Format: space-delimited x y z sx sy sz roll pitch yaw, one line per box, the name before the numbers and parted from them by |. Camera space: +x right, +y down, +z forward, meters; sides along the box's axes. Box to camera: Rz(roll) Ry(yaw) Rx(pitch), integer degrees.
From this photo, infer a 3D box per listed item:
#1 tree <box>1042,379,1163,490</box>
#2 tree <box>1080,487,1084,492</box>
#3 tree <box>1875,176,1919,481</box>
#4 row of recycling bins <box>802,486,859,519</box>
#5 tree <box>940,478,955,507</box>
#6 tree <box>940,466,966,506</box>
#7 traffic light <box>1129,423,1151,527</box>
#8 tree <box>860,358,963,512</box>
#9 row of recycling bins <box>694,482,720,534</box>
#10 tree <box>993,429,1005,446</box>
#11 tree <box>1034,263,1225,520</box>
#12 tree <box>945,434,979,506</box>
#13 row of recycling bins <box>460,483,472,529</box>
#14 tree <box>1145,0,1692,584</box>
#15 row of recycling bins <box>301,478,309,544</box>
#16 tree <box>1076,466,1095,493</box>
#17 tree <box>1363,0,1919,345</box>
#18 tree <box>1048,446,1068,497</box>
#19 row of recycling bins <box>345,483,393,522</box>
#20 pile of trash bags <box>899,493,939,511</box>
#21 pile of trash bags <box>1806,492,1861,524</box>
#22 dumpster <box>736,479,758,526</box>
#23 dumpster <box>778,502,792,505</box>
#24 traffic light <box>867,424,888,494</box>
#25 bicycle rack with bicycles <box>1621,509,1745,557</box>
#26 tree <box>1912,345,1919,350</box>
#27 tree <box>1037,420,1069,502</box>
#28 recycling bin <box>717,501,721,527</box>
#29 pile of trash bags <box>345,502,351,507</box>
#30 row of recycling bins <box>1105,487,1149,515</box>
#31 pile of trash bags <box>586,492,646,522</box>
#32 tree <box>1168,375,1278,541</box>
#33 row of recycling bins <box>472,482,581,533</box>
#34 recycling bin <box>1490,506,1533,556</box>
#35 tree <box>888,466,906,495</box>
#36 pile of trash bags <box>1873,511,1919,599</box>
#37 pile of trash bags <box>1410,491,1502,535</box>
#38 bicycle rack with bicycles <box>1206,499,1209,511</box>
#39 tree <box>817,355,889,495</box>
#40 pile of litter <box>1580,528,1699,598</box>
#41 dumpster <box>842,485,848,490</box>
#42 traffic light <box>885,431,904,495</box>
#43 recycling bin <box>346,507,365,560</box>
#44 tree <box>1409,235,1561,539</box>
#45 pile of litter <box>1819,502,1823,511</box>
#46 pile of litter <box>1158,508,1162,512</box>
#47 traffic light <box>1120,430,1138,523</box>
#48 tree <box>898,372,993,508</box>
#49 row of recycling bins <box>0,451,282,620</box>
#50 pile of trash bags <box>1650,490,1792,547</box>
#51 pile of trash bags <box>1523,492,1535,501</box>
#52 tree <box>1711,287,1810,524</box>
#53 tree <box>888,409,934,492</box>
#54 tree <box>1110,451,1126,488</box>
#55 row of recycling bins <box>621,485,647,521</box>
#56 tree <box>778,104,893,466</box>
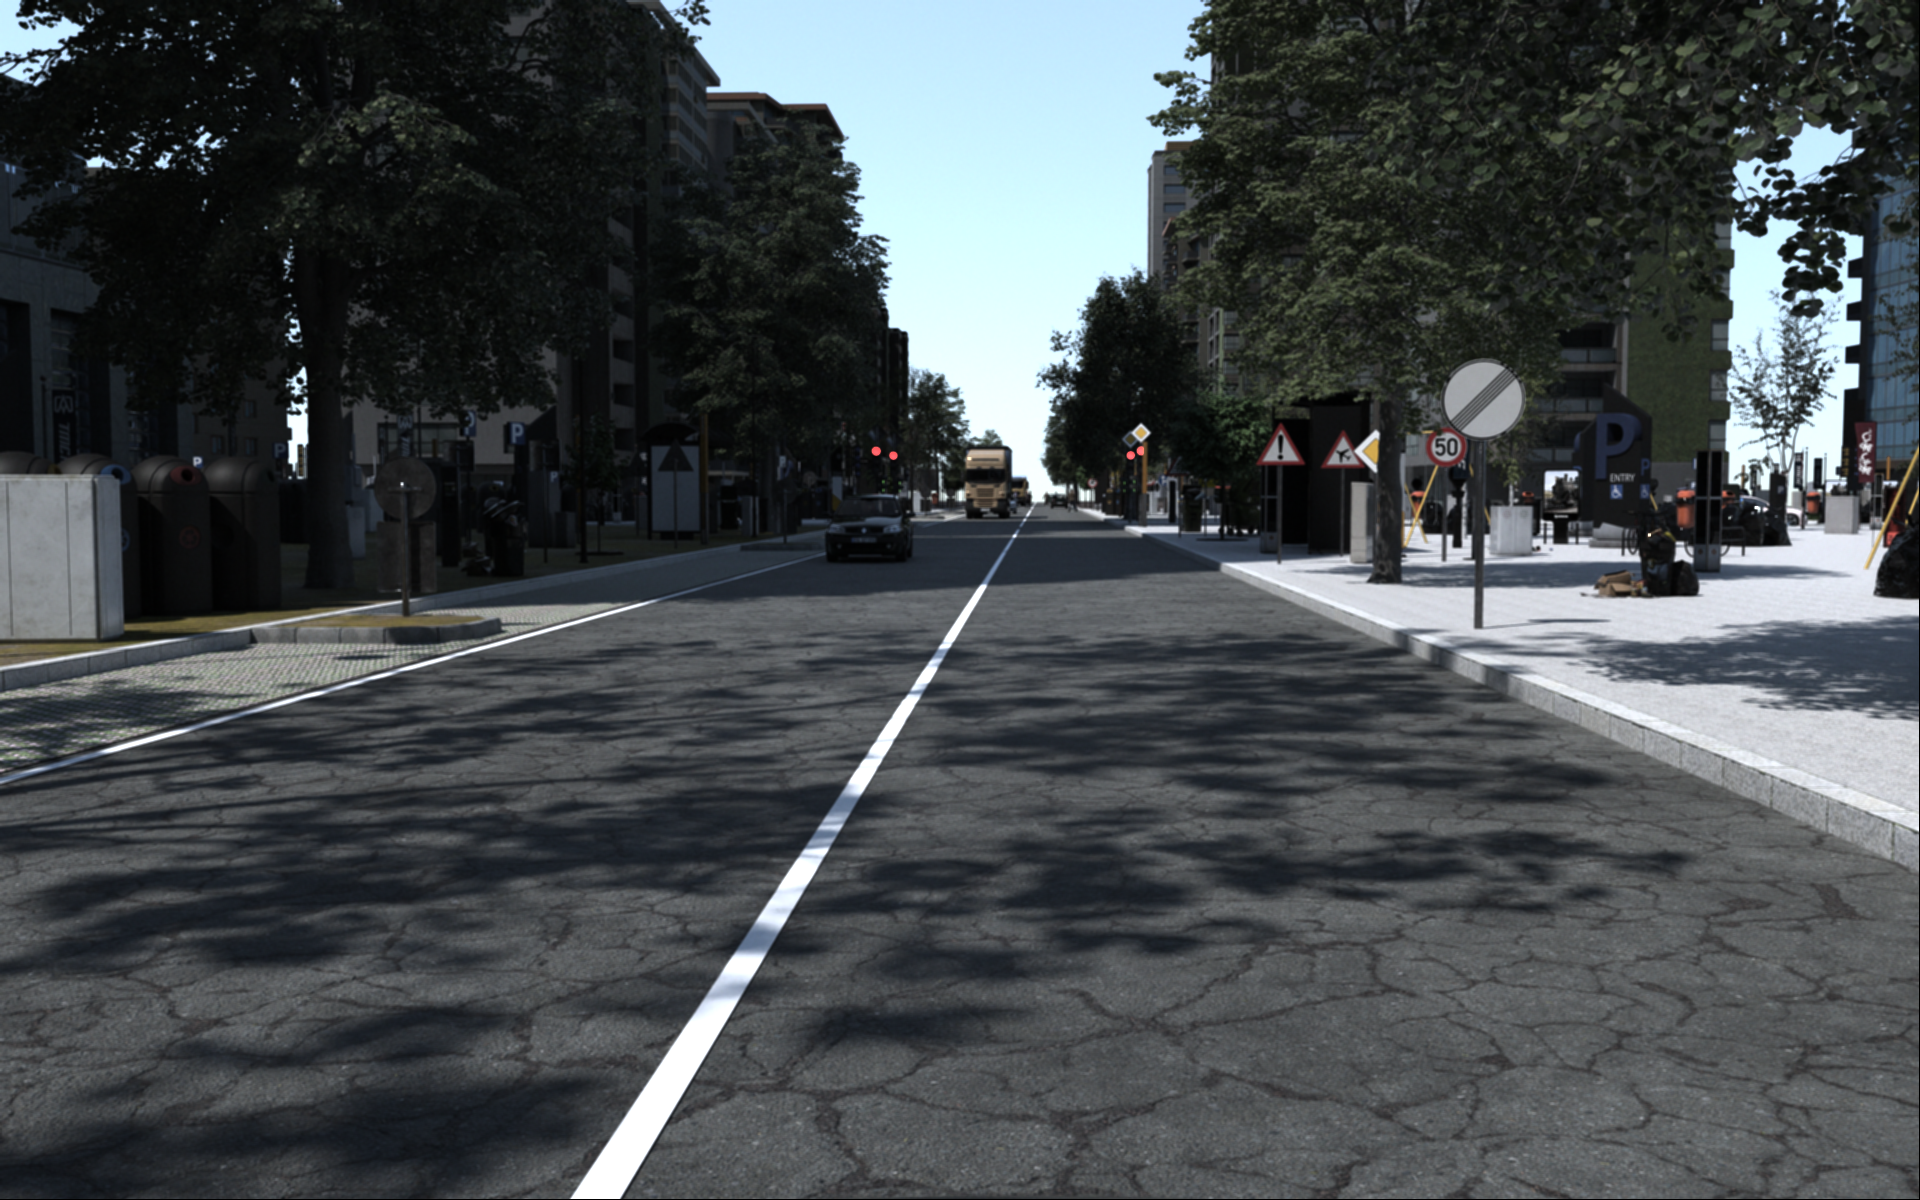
tree | 10.710 -11.399 120.793 7.601 10.594 8.767 2 4 24
tree | 13.875 -13.892 177.499 4.360 8.622 3.978 0 3 0
tree | 21.606 -5.319 37.332 4.360 8.622 3.978 0 3 0
row of recycling bins | -6.726 -4.986 88.641 3.534 1.692 1.069 2 4 25
tree | -1.121 -11.161 177.081 1.663 3.219 1.824 0 3 0
tree | -0.567 -12.106 181.639 4.285 4.588 4.351 0 3 0
traffic light | 7.118 -4.860 68.390 0.839 4.253 0.868 0 4 3
tree | -3.575 -11.341 119.830 8.767 10.594 7.601 2 4 34
row of recycling bins | -8.635 -3.086 57.570 1.069 1.692 3.534 -1 4 -15
tree | 5.221 -23.411 300.890 7.486 12.596 7.792 0 3 0
tree | 8.534 -10.363 86.444 9.611 12.733 9.660 0 3 0
tree | -0.032 -14.455 186.698 4.737 8.622 4.395 0 3 0
row of recycling bins | -16.929 -3.509 64.478 3.534 1.692 1.069 0 4 2
tree | 6.362 -6.537 25.008 7.486 12.596 7.792 0 3 0
row of recycling bins | -17.762 -2.387 46.148 1.069 1.692 3.534 -3 4 -37
tree | 11.996 -10.634 157.585 4.285 4.588 4.351 0 3 0
tree | 6.125 -6.279 9.319 9.857 13.997 8.962 0 3 0
tree | 18.621 -22.779 298.190 9.928 11.665 9.643 0 3 0
row of recycling bins | -22.919 -3.634 66.533 1.069 1.692 3.534 3 5 41
pile of trash bags | -3.416 -7.884 138.649 3.447 1.369 1.912 0 4 3
pile of trash bags | 38.130 -4.002 75.181 3.447 1.369 1.912 -1 4 -21
dumpster | -8.294 -3.870 69.034 1.264 1.857 1.865 0 4 3
dumpster | -8.486 -4.750 83.428 1.264 1.857 1.865 0 4 3
traffic light | -3.283 -4.889 68.858 0.839 4.253 0.868 0 4 3
bicycle rack with bicycles | 14.810 -1.379 35.922 2.925 0.926 2.852 -3 5 -43
tree | 31.879 -8.077 50.194 7.486 12.596 7.792 0 3 0
tree | 17.705 -22.843 283.852 12.009 13.543 11.850 0 3 0
recycling bin | -9.132 -3.377 67.774 0.722 1.027 0.722 0 3 0
pile of trash bags | -23.198 -3.177 61.696 3.447 1.369 1.912 -2 4 -33
row of recycling bins | 10.024 -5.949 104.375 1.069 1.692 3.534 -2 4 -33
pile of trash bags | -15.941 -4.309 80.206 3.447 1.369 1.912 2 4 28
tree | 7.234 -3.925 47.884 4.285 4.588 4.351 0 3 0
row of recycling bins | -14.180 -3.068 57.271 3.534 1.692 1.069 -1 4 -11
recycling bin | 11.589 -1.460 36.417 0.722 1.027 0.722 0 4 3
tree | -4.387 -6.882 107.115 1.663 3.219 1.824 0 3 0
pile of trash bags | 13.182 -0.691 21.049 3.447 1.369 1.912 0 4 0
pile of trash bags | 15.656 -2.832 56.062 1.912 1.369 3.447 -1 4 -20
bicycle rack with bicycles | 18.273 -6.499 119.639 2.852 0.926 2.925 -1 4 -16
tree | -5.373 -8.341 86.742 4.737 8.622 4.395 0 3 0
pile of litter | 8.594 -0.486 21.905 1.719 0.858 1.176 -1 4 -11
dumpster | -7.284 -6.291 108.618 1.264 1.857 1.865 0 4 3
traffic light | -2.910 -5.377 76.834 0.839 4.253 0.868 0 4 3
recycling bin | -12.190 -1.315 34.048 0.722 1.027 0.722 3 5 44
tree | 14.425 -6.030 48.955 4.737 8.622 4.395 0 3 0
pile of litter | 58.327 -6.326 117.396 1.176 0.858 1.719 -1 4 -15
pile of litter | 13.999 -6.829 125.627 1.719 0.858 1.176 -2 4 -28
traffic light | 7.491 -5.348 76.366 0.839 4.253 0.868 0 4 3
tree | -2.466 -14.896 161.682 7.486 12.596 7.792 0 3 0
row of recycling bins | -8.652 -0.671 18.079 1.069 1.692 3.534 2 4 24
pile of trash bags | 18.823 -2.017 42.729 3.447 1.369 1.912 -2 4 -32
pile of trash bags | 23.517 -4.060 76.129 3.447 1.369 1.912 0 3 0
tree | 28.408 -6.685 59.667 4.360 8.622 3.978 0 3 0
tree | -3.527 -11.388 136.558 4.360 8.622 3.978 0 3 0
tree | 11.543 -10.881 128.271 4.737 8.622 4.395 0 3 0
row of recycling bins | -14.393 -4.628 82.782 3.534 1.692 1.069 -1 4 -10
tree | -6.659 -9.281 58.398 9.857 13.997 8.962 0 3 0
